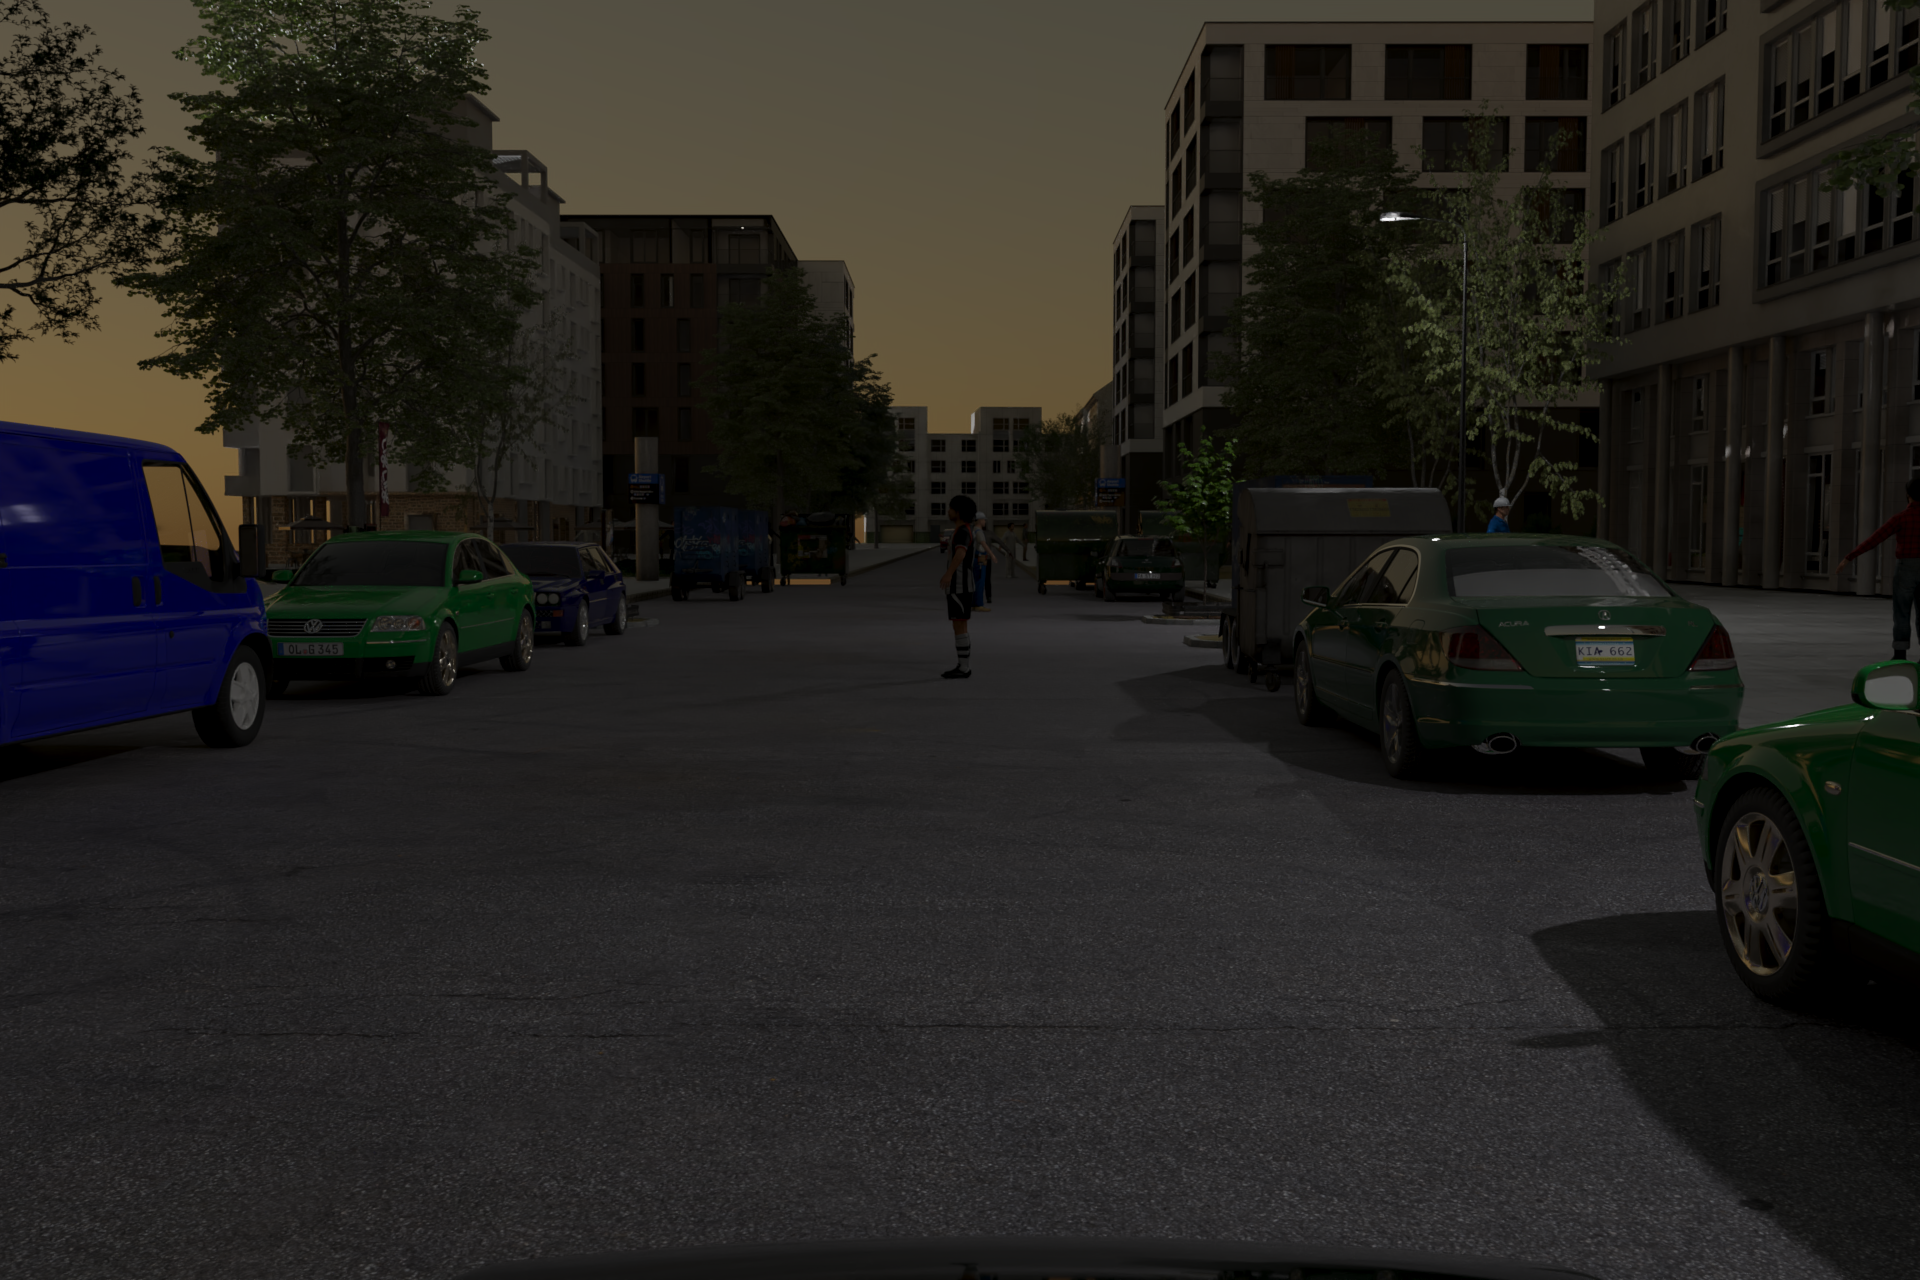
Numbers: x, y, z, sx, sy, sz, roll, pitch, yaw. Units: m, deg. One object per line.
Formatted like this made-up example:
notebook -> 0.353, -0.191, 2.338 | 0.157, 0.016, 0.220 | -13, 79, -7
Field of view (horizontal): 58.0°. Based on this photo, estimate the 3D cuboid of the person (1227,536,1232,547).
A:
person -> 8.055, -2.589, 48.516 | 1.348, 1.807, 0.705 | -1, 4, -17

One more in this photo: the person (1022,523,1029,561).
person -> 3.140, -4.678, 82.755 | 0.705, 1.796, 1.348 | 0, 4, 6

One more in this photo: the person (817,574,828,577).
person -> -4.157, -2.633, 52.321 | 0.991, 1.433, 0.599 | -1, 4, -16

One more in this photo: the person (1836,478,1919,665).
person -> 9.075, -0.636, 16.502 | 1.345, 1.816, 0.704 | 0, 4, 3

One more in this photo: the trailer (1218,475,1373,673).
trailer -> 3.541, -0.719, 18.806 | 1.471, 1.999, 3.904 | 0, 4, 0

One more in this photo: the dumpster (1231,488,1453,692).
dumpster -> 3.532, -0.485, 16.147 | 1.865, 1.857, 1.264 | 0, 4, 0

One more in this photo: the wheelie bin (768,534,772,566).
wheelie bin -> -6.293, -2.848, 54.467 | 0.693, 1.594, 0.980 | 0, 4, 1

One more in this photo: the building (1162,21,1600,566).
building -> 23.750, -14.785, 85.715 | 27.936, 21.610, 32.646 | 0, 4, 0

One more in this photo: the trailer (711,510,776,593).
trailer -> -5.325, -2.121, 41.733 | 1.471, 1.999, 3.904 | 0, 4, 1

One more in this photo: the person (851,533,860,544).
person -> -4.370, -3.593, 64.520 | 1.354, 1.856, 0.705 | -2, 4, -26

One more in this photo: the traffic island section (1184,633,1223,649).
traffic island section -> 3.942, 0.022, 22.509 | 1.991, 0.108, 1.994 | 0, 4, 1

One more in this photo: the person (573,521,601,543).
person -> -15.372, -4.004, 71.648 | 1.347, 1.806, 0.705 | -1, 4, -12

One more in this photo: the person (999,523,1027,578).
person -> 1.690, -2.939, 56.696 | 0.705, 1.806, 1.347 | 3, 5, 43

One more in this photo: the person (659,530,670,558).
person -> -15.367, -5.057, 88.448 | 1.354, 1.858, 0.705 | 1, 4, 11

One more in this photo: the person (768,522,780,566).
person -> -7.243, -3.584, 65.314 | 1.216, 1.740, 0.721 | -1, 4, -19

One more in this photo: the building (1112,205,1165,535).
building -> 24.689, -17.136, 124.141 | 27.936, 21.610, 32.646 | 0, 4, 1

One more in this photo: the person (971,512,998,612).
person -> 0.375, -1.453, 32.069 | 0.705, 1.847, 1.347 | -1, 4, -18

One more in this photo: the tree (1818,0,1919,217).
tree -> 9.350, -5.686, 11.100 | 7.486, 12.596, 7.792 | 0, 3, 0

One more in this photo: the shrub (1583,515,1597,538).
shrub -> 19.657, -2.960, 52.807 | 1.690, 2.028, 1.600 | 0, 3, 0

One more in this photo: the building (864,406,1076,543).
building -> 2.244, -23.100, 246.605 | 31.486, 18.905, 16.747 | 0, 4, -4

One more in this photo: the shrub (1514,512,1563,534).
shrub -> 19.126, -3.257, 57.290 | 1.661, 2.075, 1.752 | 0, 3, 0

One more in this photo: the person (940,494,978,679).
person -> -0.023, -0.532, 17.299 | 0.704, 1.843, 1.345 | 0, 4, 5

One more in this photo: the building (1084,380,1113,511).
building -> 24.249, -22.358, 196.482 | 19.493, 23.208, 18.063 | 0, 4, 1

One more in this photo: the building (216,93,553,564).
building -> -26.035, -13.423, 75.888 | 16.016, 20.090, 11.380 | 0, 4, 1

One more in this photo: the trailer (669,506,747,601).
trailer -> -5.407, -1.799, 36.458 | 1.471, 1.999, 3.904 | 0, 4, 1

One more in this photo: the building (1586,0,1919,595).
building -> 26.275, -13.456, 27.605 | 19.016, 26.051, 41.698 | 0, 4, 1

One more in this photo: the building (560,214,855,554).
building -> -22.586, -17.331, 127.334 | 27.936, 21.610, 32.646 | 0, 4, 0

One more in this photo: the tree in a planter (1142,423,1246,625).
tree in a planter -> 3.980, -1.885, 28.038 | 1.991, 3.239, 1.994 | 0, 4, 1

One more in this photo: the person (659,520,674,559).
person -> -10.666, -3.579, 64.705 | 1.347, 1.806, 0.705 | -1, 4, -20

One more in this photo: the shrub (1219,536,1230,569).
shrub -> 8.105, -3.226, 57.160 | 1.690, 2.028, 1.600 | 0, 3, 0

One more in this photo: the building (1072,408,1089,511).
building -> 24.428, -23.828, 220.508 | 19.493, 23.208, 18.063 | 0, 4, 0

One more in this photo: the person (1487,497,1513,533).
person -> 8.326, -1.267, 26.595 | 0.705, 1.842, 1.347 | 3, 4, 38

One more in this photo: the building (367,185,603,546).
building -> -27.484, -14.614, 95.360 | 16.016, 20.090, 11.380 | 0, 4, 1

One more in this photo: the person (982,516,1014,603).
person -> 0.470, -1.672, 35.930 | 1.348, 1.813, 0.705 | 1, 4, 14

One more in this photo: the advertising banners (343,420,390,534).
advertising banners -> -8.929, -1.835, 26.185 | 0.090, 3.025, 2.074 | 0, 3, 0

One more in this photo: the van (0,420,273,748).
van -> -5.748, -0.338, 9.908 | 2.240, 2.365, 5.245 | 0, 4, 1
